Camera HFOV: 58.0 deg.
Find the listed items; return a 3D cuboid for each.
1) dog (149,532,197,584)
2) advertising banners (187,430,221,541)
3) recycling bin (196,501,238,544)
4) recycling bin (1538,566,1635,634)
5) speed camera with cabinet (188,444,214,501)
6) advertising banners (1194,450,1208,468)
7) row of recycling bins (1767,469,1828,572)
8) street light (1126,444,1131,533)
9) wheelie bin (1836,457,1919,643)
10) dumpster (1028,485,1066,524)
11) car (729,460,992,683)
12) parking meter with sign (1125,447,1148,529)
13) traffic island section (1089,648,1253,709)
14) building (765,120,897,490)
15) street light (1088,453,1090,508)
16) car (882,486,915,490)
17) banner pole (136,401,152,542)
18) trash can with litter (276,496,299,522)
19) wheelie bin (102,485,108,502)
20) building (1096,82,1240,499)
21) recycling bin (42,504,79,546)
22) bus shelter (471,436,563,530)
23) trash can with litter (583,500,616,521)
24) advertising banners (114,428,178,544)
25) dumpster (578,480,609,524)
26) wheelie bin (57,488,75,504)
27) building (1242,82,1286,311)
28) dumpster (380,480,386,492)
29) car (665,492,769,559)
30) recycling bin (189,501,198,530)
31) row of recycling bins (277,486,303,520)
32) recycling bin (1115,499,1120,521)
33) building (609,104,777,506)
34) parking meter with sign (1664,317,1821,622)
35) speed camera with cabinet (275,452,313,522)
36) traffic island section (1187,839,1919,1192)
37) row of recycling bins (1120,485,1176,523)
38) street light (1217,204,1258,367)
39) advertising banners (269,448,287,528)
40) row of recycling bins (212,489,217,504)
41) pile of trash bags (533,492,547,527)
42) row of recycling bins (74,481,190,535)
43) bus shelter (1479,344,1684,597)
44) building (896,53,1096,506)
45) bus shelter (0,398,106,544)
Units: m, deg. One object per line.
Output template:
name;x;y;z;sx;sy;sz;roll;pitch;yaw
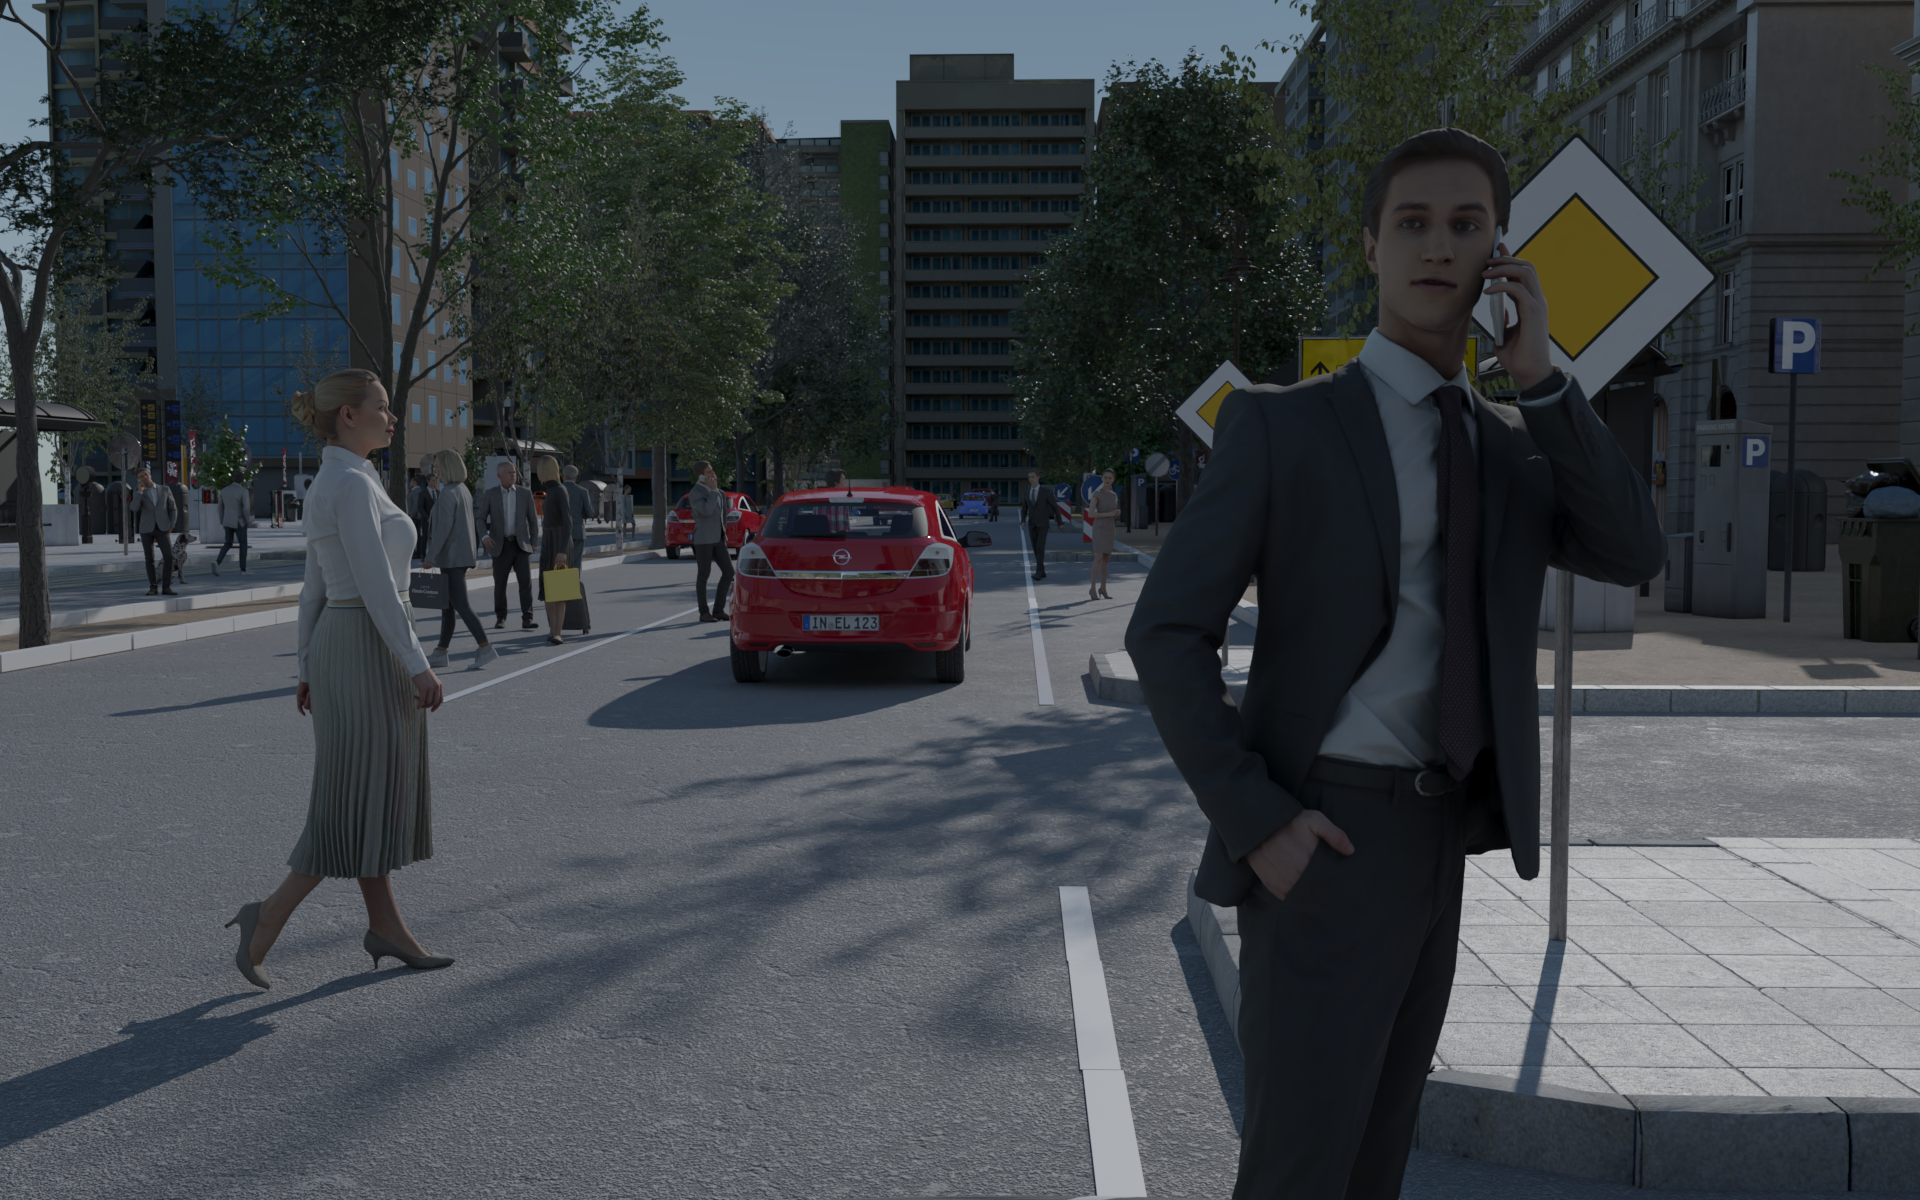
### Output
dog;-12.692;-0.664;27.687;0.800;0.831;0.513;1;4;14
advertising banners;-20.951;-3.180;48.176;0.090;3.025;2.074;0;4;2
recycling bin;-19.276;-1.989;45.070;0.722;1.027;0.722;3;4;38
recycling bin;5.838;-0.229;16.303;0.722;1.027;0.722;-1;4;-17
speed camera with cabinet;-30.420;-4.526;68.333;2.038;3.252;0.660;2;4;25
advertising banners;10.329;-4.437;68.730;2.074;3.025;0.090;1;4;8
row of recycling bins;13.997;-1.414;30.235;1.069;1.692;3.534;0;4;2
street light;5.597;-5.167;57.275;0.468;5.910;1.993;0;4;2
wheelie bin;8.105;-0.441;15.126;0.693;1.594;0.980;0;4;-2
dumpster;4.113;-4.485;81.551;1.865;1.857;1.264;0;4;0
car;-0.807;-0.342;14.635;2.155;1.783;4.494;0;4;1
parking meter with sign;6.553;-4.126;63.713;0.543;3.016;1.738;-1;4;-9
traffic island section;2.005;0.569;12.985;2.009;0.180;2.903;0;4;2
building;-14.189;-31.137;192.689;14.086;41.232;14.154;0;4;2
street light;6.480;-6.958;86.545;0.468;5.910;1.993;0;4;2
car;-2.868;-4.415;80.862;2.281;1.827;5.304;0;4;4
banner pole;-22.072;-3.483;46.968;0.401;3.779;0.863;0;4;-3
trash can with litter;-30.645;-4.120;78.745;0.624;1.170;1.055;3;5;44
wheelie bin;-30.946;-3.359;62.833;0.980;1.594;0.693;0;4;7
building;22.388;-33.114;191.527;14.200;45.320;14.600;0;4;2
recycling bin;-22.321;-1.851;42.816;0.722;1.027;0.722;2;4;30
bus shelter;-16.244;-4.255;63.486;2.014;3.302;5.546;0;4;2
trash can with litter;-16.786;-4.358;82.303;2.233;1.210;1.678;0;4;1
advertising banners;-21.248;-3.008;45.375;0.090;3.025;2.074;2;4;26
dumpster;-15.834;-4.198;74.401;1.264;1.857;1.865;0;4;2
wheelie bin;-31.264;-3.231;60.734;0.693;1.594;0.980;-2;4;-28
building;36.598;-33.119;191.605;14.200;45.320;14.600;0;4;2
dumpster;-19.244;-3.201;54.824;1.502;2.255;1.985;0;4;2
car;-5.463;-1.860;39.448;2.155;1.783;4.494;0;4;3
recycling bin;-27.485;-3.034;62.156;0.722;1.027;0.722;0;4;-7
row of recycling bins;-32.422;-4.880;86.901;3.534;1.692;1.069;-1;4;-16
recycling bin;7.375;-4.341;83.532;0.722;1.027;0.722;-2;4;-27
building;-35.678;-33.216;197.700;28.867;44.769;22.147;0;4;2
parking meter with sign;8.050;-1.332;18.032;0.543;3.016;1.738;-1;4;-16
speed camera with cabinet;-31.211;-5.303;81.047;0.660;3.252;2.038;2;4;24
traffic island section;1.744;1.057;5.005;2.009;0.180;2.903;0;4;2
row of recycling bins;8.965;-4.352;78.262;3.534;1.692;1.069;-1;4;-17
street light;4.464;-3.378;28.014;0.468;5.910;1.993;0;4;2
advertising banners;-25.720;-4.234;65.411;0.090;3.025;2.074;0;4;-4
row of recycling bins;-33.805;-4.484;80.428;1.069;1.692;3.534;-3;5;-42
pile of trash bags;-17.818;-3.543;67.684;3.447;1.369;1.912;0;4;-3
row of recycling bins;-26.707;-2.990;55.999;1.069;1.692;3.534;3;5;40
bus shelter;7.921;-1.841;24.016;2.014;3.302;5.546;0;4;2
building;4.064;-34.932;194.846;21.600;48.544;21.300;0;4;2
bus shelter;-20.134;-2.572;35.975;2.014;3.302;5.546;0;4;2
